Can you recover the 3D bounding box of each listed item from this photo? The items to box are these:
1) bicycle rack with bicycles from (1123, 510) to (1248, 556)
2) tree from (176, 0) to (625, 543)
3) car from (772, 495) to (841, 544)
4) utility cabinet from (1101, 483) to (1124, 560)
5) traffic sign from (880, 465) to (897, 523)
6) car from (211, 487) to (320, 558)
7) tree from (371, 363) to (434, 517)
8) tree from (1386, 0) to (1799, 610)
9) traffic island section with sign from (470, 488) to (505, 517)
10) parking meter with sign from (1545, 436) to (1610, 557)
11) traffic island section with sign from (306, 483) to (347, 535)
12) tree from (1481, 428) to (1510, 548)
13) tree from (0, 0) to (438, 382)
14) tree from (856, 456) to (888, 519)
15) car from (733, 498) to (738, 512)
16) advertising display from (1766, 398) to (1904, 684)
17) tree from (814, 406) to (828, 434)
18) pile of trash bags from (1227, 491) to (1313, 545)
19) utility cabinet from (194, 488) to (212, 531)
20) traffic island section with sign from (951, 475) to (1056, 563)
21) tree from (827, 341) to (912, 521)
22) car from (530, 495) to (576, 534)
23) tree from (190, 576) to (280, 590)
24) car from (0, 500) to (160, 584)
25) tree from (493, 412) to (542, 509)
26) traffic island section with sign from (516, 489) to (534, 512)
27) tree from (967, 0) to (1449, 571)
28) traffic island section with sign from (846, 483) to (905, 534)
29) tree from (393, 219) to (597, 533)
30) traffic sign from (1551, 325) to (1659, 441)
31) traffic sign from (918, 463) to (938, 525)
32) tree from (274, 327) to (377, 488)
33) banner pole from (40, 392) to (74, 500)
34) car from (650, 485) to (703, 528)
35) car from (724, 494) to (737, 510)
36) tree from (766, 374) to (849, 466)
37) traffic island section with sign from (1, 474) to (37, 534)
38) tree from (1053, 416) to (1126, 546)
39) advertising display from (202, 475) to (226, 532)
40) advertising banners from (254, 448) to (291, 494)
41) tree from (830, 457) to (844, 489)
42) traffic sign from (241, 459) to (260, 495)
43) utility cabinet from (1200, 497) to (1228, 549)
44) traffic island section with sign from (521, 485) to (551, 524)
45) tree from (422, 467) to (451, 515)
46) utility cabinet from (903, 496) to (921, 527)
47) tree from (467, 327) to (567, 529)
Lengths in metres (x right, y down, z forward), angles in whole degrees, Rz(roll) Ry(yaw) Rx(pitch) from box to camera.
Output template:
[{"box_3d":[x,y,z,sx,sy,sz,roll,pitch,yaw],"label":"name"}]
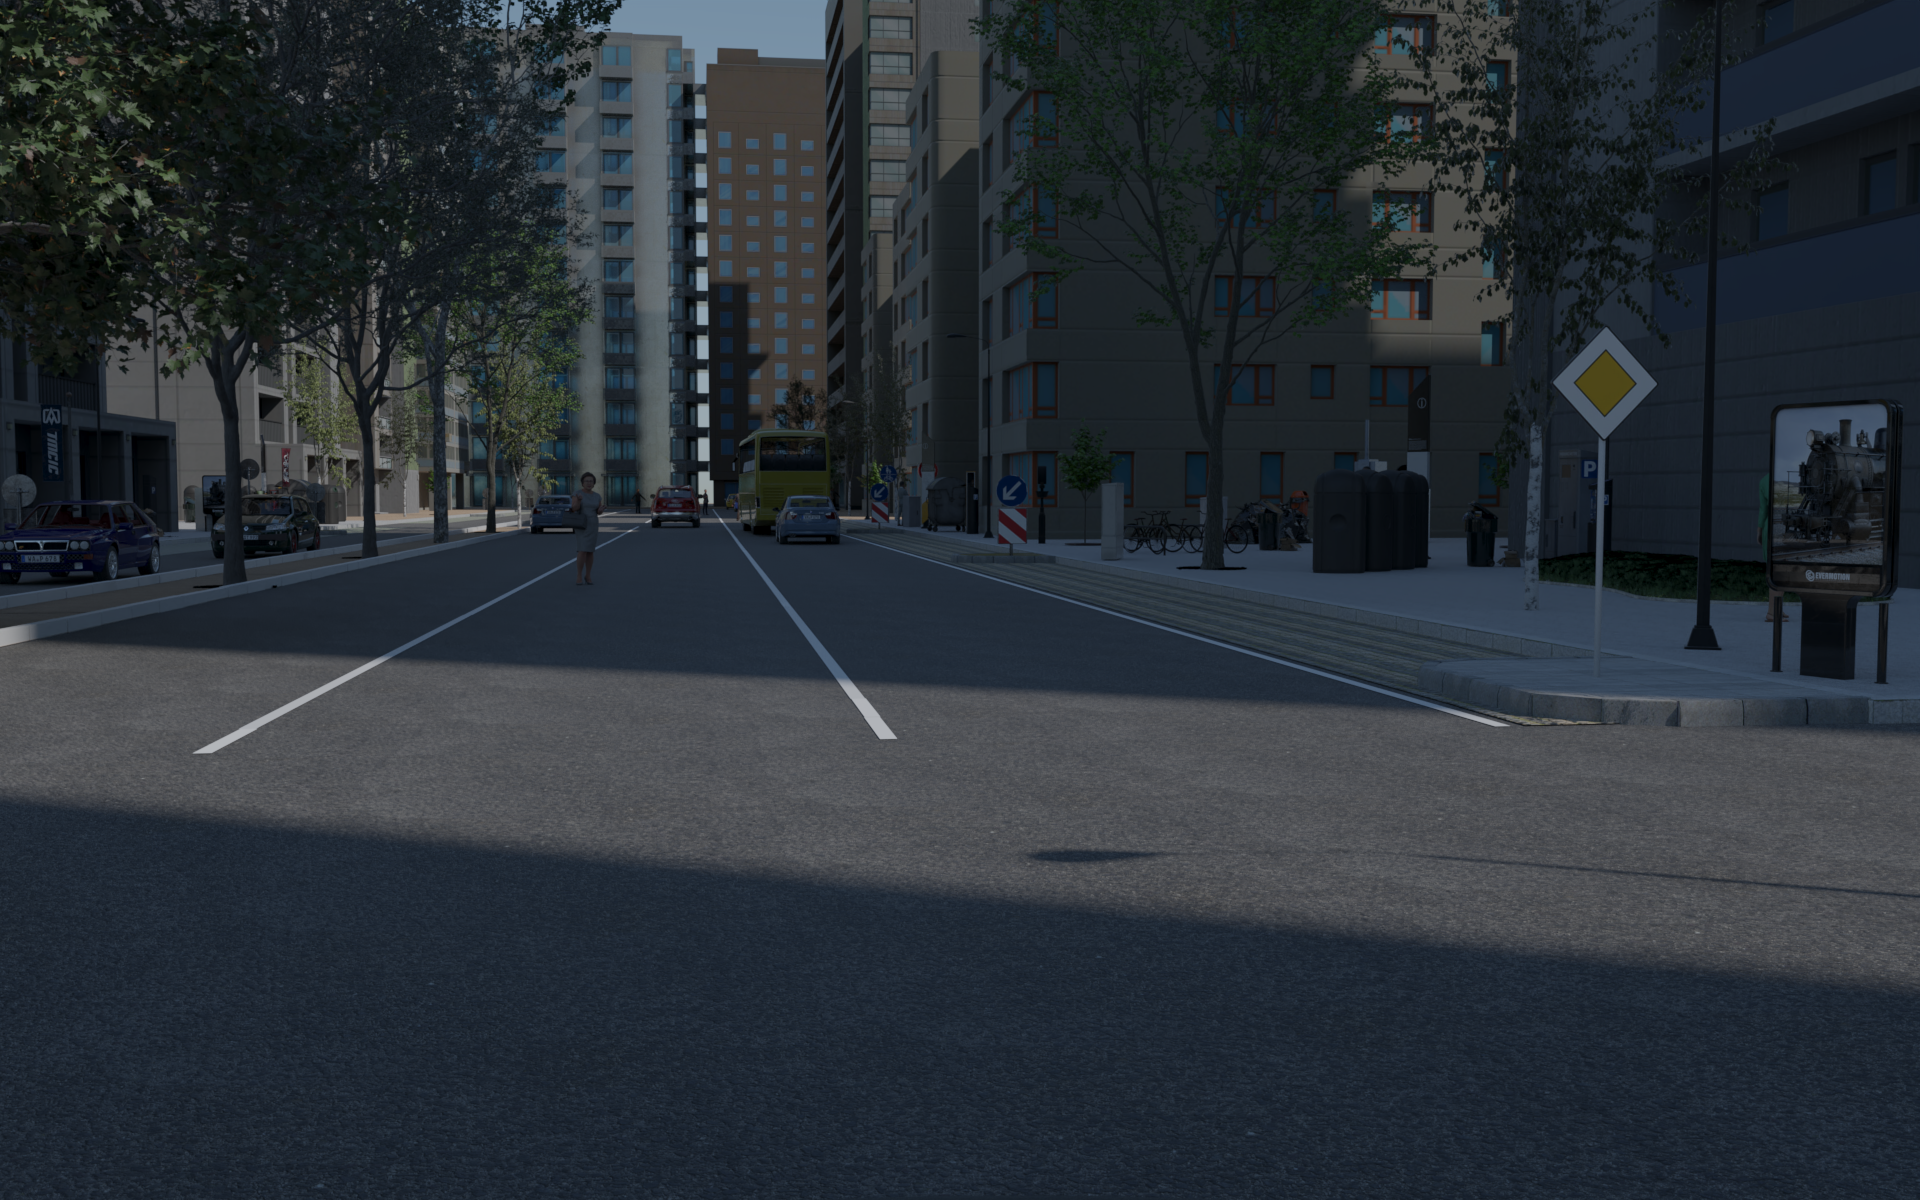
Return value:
[{"box_3d":[4.420,-1.479,37.568,2.852,0.926,2.925,-3,4,-37],"label":"bicycle rack with bicycles"},{"box_3d":[-16.428,-11.750,50.463,12.611,20.169,13.585,0,3,0],"label":"tree"},{"box_3d":[-4.472,-2.367,50.699,2.014,1.417,4.499,0,4,-8],"label":"car"},{"box_3d":[2.976,-1.542,33.886,0.318,1.500,1.173,1,4,12],"label":"utility cabinet"},{"box_3d":[-3.165,-4.683,76.673,0.768,2.556,0.104,0,4,-1],"label":"traffic sign"},{"box_3d":[-16.018,-1.851,40.048,2.009,1.686,4.222,-1,4,-9],"label":"car"},{"box_3d":[-31.374,-9.016,97.781,4.360,8.622,3.978,0,3,0],"label":"tree"},{"box_3d":[6.554,-4.195,18.957,4.360,8.622,3.978,0,3,0],"label":"tree"},{"box_3d":[-29.945,-6.193,109.890,1.989,1.847,2.006,-1,4,-8],"label":"traffic island section with sign"},{"box_3d":[10.721,-2.060,29.950,0.543,3.016,1.738,-1,4,-11],"label":"parking meter with sign"},{"box_3d":[-22.578,-3.177,60.576,1.989,1.847,2.006,-1,4,-8],"label":"traffic island section with sign"},{"box_3d":[13.460,-2.844,41.103,1.663,3.219,1.824,0,3,0],"label":"tree"},{"box_3d":[-9.832,-5.839,14.932,9.611,12.733,9.660,0,3,0],"label":"tree"},{"box_3d":[-4.372,-5.773,88.994,1.663,3.219,1.824,0,3,0],"label":"tree"},{"box_3d":[-17.353,-7.959,139.718,1.945,1.707,3.694,-1,4,-9],"label":"car"},{"box_3d":[6.066,-0.419,12.062,0.123,1.923,0.974,-2,4,-24],"label":"advertising display"},{"box_3d":[-6.546,-9.264,101.821,4.360,8.622,3.978,0,3,0],"label":"tree"},{"box_3d":[8.364,-2.178,45.367,1.912,1.369,3.447,2,4,31],"label":"pile of trash bags"},{"box_3d":[-26.024,-3.123,59.732,0.318,1.500,1.173,-3,5,-41],"label":"utility cabinet"},{"box_3d":[0.853,-1.706,36.514,1.989,1.847,2.006,-1,4,-8],"label":"traffic island section with sign"},{"box_3d":[-3.225,-8.075,82.386,4.360,8.622,3.978,0,3,0],"label":"tree"},{"box_3d":[-14.869,-3.178,63.970,2.014,1.417,4.499,-1,4,-9],"label":"car"},{"box_3d":[-10.952,-6.907,25.751,12.009,13.543,11.850,0,3,0],"label":"tree"},{"box_3d":[-14.658,-0.994,28.834,1.945,1.354,3.894,-1,4,-10],"label":"car"},{"box_3d":[-38.284,-12.137,148.803,4.360,8.622,3.978,0,3,0],"label":"tree"},{"box_3d":[-33.920,-7.824,136.552,1.989,1.847,2.006,-1,4,-8],"label":"traffic island section with sign"},{"box_3d":[4.188,-6.312,28.956,9.928,11.665,9.643,0,3,0],"label":"tree"},{"box_3d":[-3.116,-3.336,63.177,1.989,1.847,2.006,-1,4,-8],"label":"traffic island section with sign"},{"box_3d":[-17.115,-8.258,63.234,9.928,11.665,9.643,0,3,0],"label":"tree"},{"box_3d":[4.484,-0.603,12.042,0.795,2.593,0.064,-1,4,-8],"label":"traffic sign"},{"box_3d":[-1.203,-3.978,65.142,0.768,2.556,0.104,0,4,-5],"label":"traffic sign"},{"box_3d":[-28.275,-7.740,76.910,4.737,8.622,4.395,0,3,0],"label":"tree"},{"box_3d":[-22.087,-3.212,42.531,0.863,3.779,0.401,-2,4,-29],"label":"banner pole"},{"box_3d":[-12.285,-4.056,74.987,2.281,1.827,5.304,0,4,-8],"label":"car"},{"box_3d":[-20.716,-9.148,159.797,2.015,1.641,3.980,0,4,-8],"label":"car"},{"box_3d":[-12.074,-12.254,134.769,7.601,10.594,8.767,0,4,-4],"label":"tree"},{"box_3d":[-18.592,-1.547,33.916,1.989,1.847,2.006,-1,4,-8],"label":"traffic island section with sign"},{"box_3d":[3.064,-2.983,43.374,1.663,3.219,1.824,0,3,0],"label":"tree"},{"box_3d":[-25.324,-3.294,59.077,0.974,1.923,0.123,0,4,-2],"label":"advertising display"},{"box_3d":[-25.785,-4.211,65.041,0.090,3.025,2.074,1,4,17],"label":"advertising banners"},{"box_3d":[-10.268,-8.730,126.451,4.285,4.588,4.351,0,3,0],"label":"tree"},{"box_3d":[-25.460,-3.788,62.038,0.768,2.556,0.104,0,4,0],"label":"traffic sign"},{"box_3d":[6.020,-1.836,41.174,0.306,1.237,1.020,-1,4,-15],"label":"utility cabinet"},{"box_3d":[-20.229,-4.644,84.073,2.006,1.907,1.989,-1,4,-8],"label":"traffic island section with sign"},{"box_3d":[-32.074,-6.805,105.870,1.663,3.219,1.824,0,3,0],"label":"tree"},{"box_3d":[-1.862,-3.436,67.333,0.306,1.237,1.020,2,4,24],"label":"utility cabinet"},{"box_3d":[-18.031,-7.209,70.690,4.737,8.622,4.395,0,3,0],"label":"tree"}]
